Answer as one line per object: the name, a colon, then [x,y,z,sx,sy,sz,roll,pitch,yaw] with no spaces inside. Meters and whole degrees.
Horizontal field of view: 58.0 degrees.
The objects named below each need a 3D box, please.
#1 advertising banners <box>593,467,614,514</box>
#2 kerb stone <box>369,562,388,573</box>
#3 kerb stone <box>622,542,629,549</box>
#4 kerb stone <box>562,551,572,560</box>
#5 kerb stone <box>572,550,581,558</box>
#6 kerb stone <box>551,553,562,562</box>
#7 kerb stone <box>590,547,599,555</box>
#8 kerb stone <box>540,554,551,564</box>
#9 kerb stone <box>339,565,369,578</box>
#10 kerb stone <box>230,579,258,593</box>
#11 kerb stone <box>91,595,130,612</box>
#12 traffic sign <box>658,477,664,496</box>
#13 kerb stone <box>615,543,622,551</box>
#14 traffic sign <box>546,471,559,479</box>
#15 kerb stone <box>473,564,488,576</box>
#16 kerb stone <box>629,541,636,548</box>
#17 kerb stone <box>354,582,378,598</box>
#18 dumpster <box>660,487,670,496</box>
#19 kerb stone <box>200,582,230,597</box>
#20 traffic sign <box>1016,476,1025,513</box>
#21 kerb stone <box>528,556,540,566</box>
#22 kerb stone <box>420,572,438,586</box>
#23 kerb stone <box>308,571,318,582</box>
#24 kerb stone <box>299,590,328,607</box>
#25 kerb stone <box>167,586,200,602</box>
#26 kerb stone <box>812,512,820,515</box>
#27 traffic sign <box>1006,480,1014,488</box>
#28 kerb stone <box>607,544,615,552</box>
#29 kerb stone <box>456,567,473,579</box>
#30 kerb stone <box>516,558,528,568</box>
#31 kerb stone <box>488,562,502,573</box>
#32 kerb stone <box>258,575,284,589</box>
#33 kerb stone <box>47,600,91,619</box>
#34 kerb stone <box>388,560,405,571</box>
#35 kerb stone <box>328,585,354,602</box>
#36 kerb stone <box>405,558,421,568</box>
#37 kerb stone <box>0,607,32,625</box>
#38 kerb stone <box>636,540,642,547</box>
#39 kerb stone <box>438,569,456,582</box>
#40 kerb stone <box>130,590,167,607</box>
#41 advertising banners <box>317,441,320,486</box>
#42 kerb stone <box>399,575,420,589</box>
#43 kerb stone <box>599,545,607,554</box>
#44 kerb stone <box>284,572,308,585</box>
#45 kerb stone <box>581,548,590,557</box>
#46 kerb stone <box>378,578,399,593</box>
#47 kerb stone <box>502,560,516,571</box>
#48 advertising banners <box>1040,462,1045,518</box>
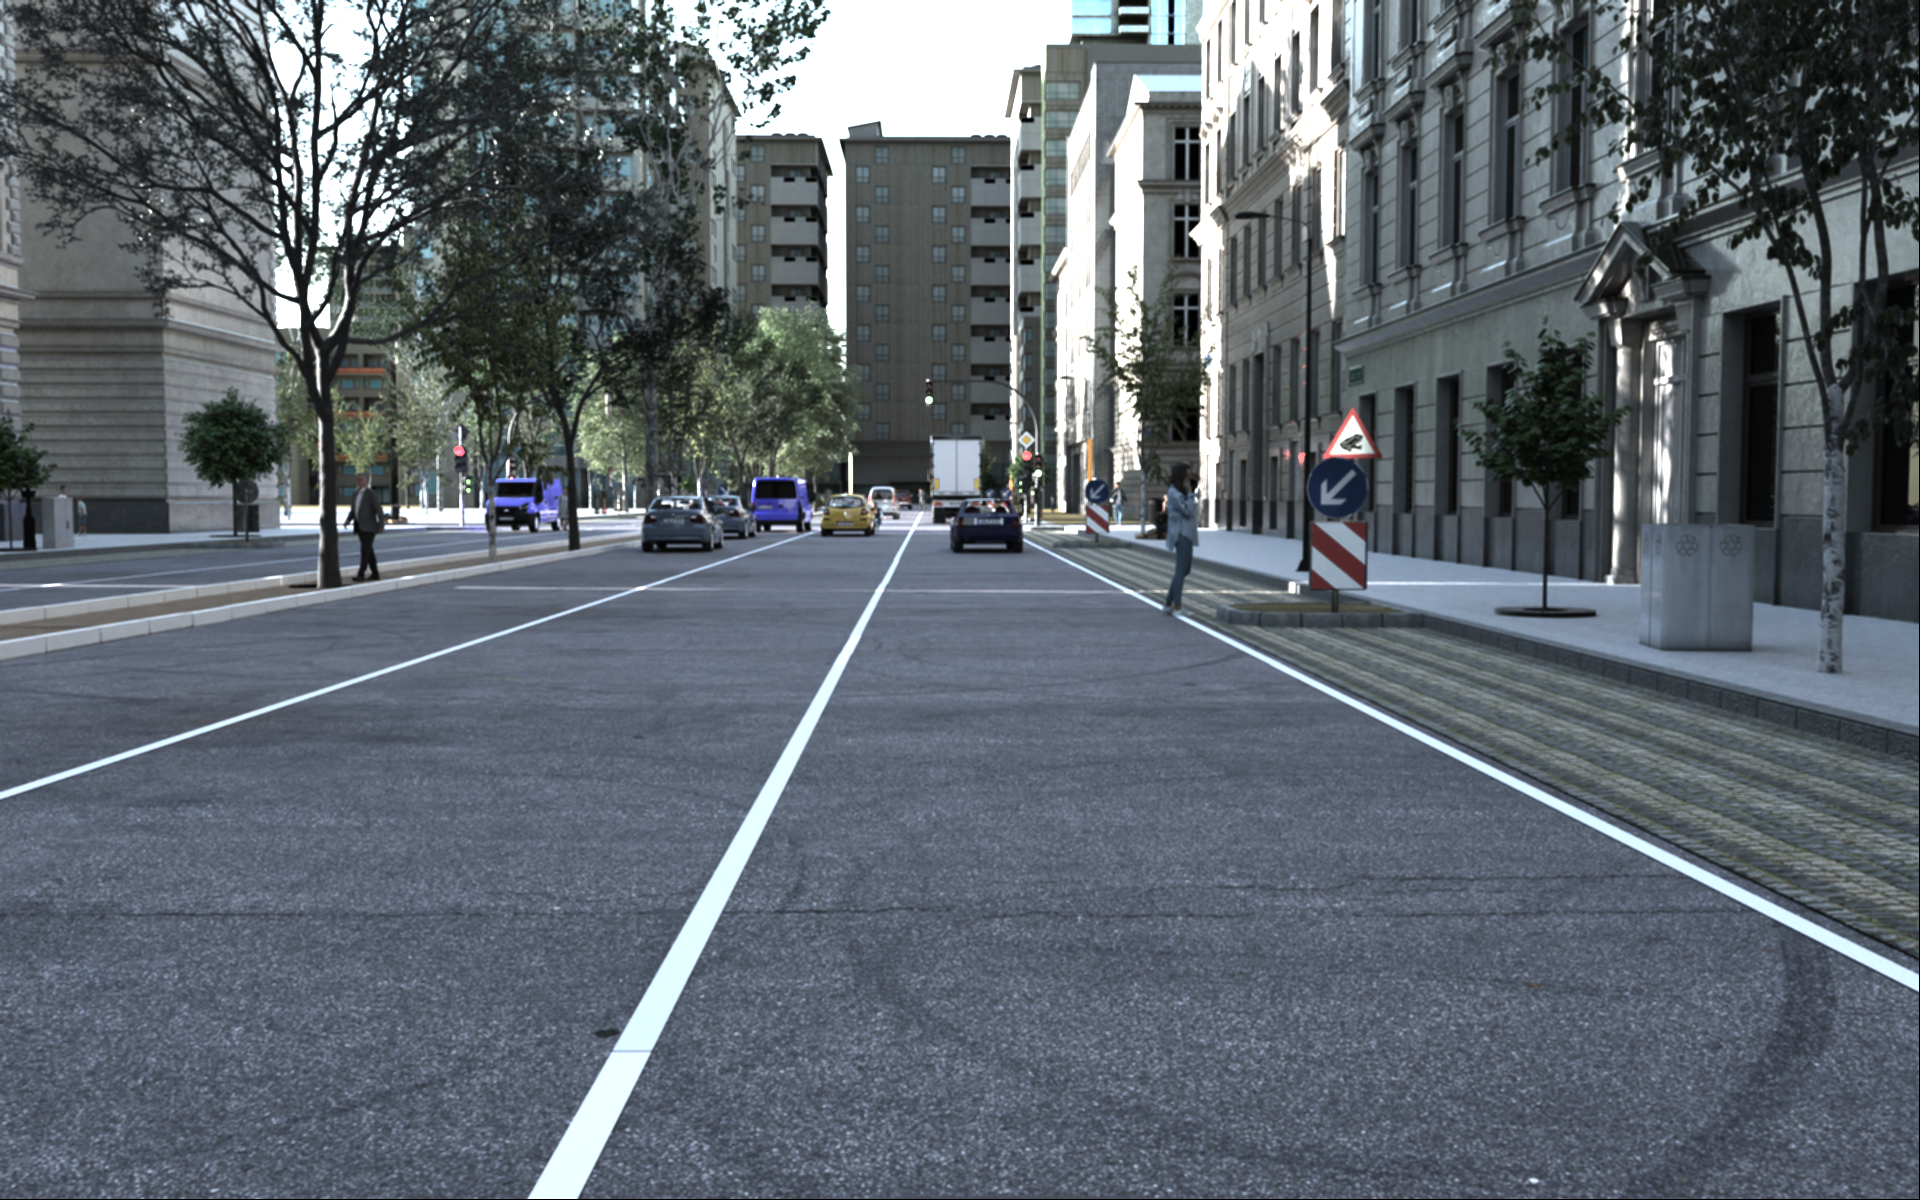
advertising banners: [-22.844,-7.028,111.094,0.090,3.025,2.074,2,4,26]
kerb stone: [-10.659,-0.569,31.497,0.120,0.150,1.000,0,4,-1]
kerb stone: [-8.791,-1.387,44.878,0.120,0.150,1.000,0,4,-1]
kerb stone: [-8.670,-0.949,37.708,0.120,0.150,1.000,0,4,-1]
kerb stone: [-8.690,-1.010,38.730,0.120,0.150,1.000,0,4,-1]
kerb stone: [-8.656,-0.883,36.679,0.120,0.150,1.000,0,4,-1]
kerb stone: [-8.718,-1.135,40.780,0.120,0.150,1.000,0,4,-1]
kerb stone: [-8.640,-0.822,35.655,0.120,0.150,1.000,0,4,-1]
kerb stone: [-10.662,-0.506,30.466,0.120,0.150,1.000,0,4,-1]
kerb stone: [-10.565,-0.193,25.348,0.120,0.150,1.000,0,4,-1]
kerb stone: [-10.507,0.058,21.251,0.120,0.150,1.000,0,4,-1]
traffic sign: [-22.649,-7.966,130.353,0.768,2.556,0.104,0,4,2]
kerb stone: [-8.771,-1.324,43.849,0.120,0.150,1.000,0,4,-1]
traffic sign: [-22.708,-5.886,96.334,0.768,2.556,0.104,0,4,5]
kerb stone: [-8.557,-0.505,30.518,0.120,0.150,1.000,0,4,-1]
kerb stone: [-8.812,-1.443,45.902,0.120,0.150,1.000,0,4,-1]
kerb stone: [-8.452,-0.133,24.370,0.120,0.150,1.000,0,4,-1]
dumpster: [-22.827,-7.723,132.028,1.264,1.857,1.865,0,4,-1]
kerb stone: [-10.551,-0.130,24.324,0.120,0.150,1.000,0,4,-1]
traffic sign: [4.279,-7.340,120.113,0.768,2.556,0.104,0,4,7]
kerb stone: [-8.621,-0.760,34.633,0.120,0.150,1.000,0,4,-1]
kerb stone: [-8.513,-0.322,27.452,0.120,0.150,1.000,0,4,-1]
kerb stone: [-10.614,-0.381,28.423,0.120,0.150,1.000,0,4,-1]
kerb stone: [-8.419,-0.007,22.327,0.120,0.150,1.000,0,4,-1]
kerb stone: [-10.540,-0.068,23.302,0.120,0.150,1.000,0,4,-1]
kerb stone: [-10.017,-5.996,120.223,0.120,0.150,1.000,0,4,-1]
traffic sign: [4.237,-8.835,144.456,0.884,2.594,0.081,0,4,6]
kerb stone: [-8.754,-1.262,42.827,0.120,0.150,1.000,0,4,-1]
kerb stone: [-8.534,-0.447,29.496,0.120,0.150,1.000,0,4,-1]
kerb stone: [-8.603,-0.698,33.602,0.120,0.150,1.000,0,4,-1]
kerb stone: [-8.573,-0.572,31.547,0.120,0.150,1.000,0,4,-1]
kerb stone: [-10.582,-0.254,26.370,0.120,0.150,1.000,0,4,-1]
kerb stone: [-10.483,0.124,20.229,0.120,0.150,1.000,0,4,-1]
kerb stone: [-10.680,-0.632,32.527,0.120,0.150,1.000,0,4,-1]
kerb stone: [-8.434,-0.071,23.348,0.120,0.150,1.000,0,4,-1]
kerb stone: [-10.693,-0.694,33.549,0.120,0.150,1.000,0,4,-1]
kerb stone: [-10.466,0.183,19.203,0.120,0.150,1.000,0,4,-1]
kerb stone: [-8.813,-1.513,46.927,0.120,0.150,1.000,0,4,-1]
kerb stone: [-8.524,-0.384,28.474,0.120,0.150,1.000,0,4,-1]
kerb stone: [-10.519,-0.005,22.274,0.120,0.150,1.000,0,4,-1]
advertising banners: [-21.196,-3.775,57.909,0.090,3.025,2.074,0,4,-6]
kerb stone: [-8.488,-0.259,26.424,0.120,0.150,1.000,0,4,-1]
kerb stone: [-8.742,-1.199,41.801,0.120,0.150,1.000,0,4,-1]
kerb stone: [-10.601,-0.318,27.396,0.120,0.150,1.000,0,4,-1]
kerb stone: [-8.704,-1.074,39.757,0.120,0.150,1.000,0,4,-1]
kerb stone: [-8.477,-0.196,25.393,0.120,0.150,1.000,0,4,-1]
kerb stone: [-8.581,-0.634,32.575,0.120,0.150,1.000,0,4,-1]
advertising banners: [4.418,-5.999,94.279,0.090,3.025,2.074,1,4,13]
